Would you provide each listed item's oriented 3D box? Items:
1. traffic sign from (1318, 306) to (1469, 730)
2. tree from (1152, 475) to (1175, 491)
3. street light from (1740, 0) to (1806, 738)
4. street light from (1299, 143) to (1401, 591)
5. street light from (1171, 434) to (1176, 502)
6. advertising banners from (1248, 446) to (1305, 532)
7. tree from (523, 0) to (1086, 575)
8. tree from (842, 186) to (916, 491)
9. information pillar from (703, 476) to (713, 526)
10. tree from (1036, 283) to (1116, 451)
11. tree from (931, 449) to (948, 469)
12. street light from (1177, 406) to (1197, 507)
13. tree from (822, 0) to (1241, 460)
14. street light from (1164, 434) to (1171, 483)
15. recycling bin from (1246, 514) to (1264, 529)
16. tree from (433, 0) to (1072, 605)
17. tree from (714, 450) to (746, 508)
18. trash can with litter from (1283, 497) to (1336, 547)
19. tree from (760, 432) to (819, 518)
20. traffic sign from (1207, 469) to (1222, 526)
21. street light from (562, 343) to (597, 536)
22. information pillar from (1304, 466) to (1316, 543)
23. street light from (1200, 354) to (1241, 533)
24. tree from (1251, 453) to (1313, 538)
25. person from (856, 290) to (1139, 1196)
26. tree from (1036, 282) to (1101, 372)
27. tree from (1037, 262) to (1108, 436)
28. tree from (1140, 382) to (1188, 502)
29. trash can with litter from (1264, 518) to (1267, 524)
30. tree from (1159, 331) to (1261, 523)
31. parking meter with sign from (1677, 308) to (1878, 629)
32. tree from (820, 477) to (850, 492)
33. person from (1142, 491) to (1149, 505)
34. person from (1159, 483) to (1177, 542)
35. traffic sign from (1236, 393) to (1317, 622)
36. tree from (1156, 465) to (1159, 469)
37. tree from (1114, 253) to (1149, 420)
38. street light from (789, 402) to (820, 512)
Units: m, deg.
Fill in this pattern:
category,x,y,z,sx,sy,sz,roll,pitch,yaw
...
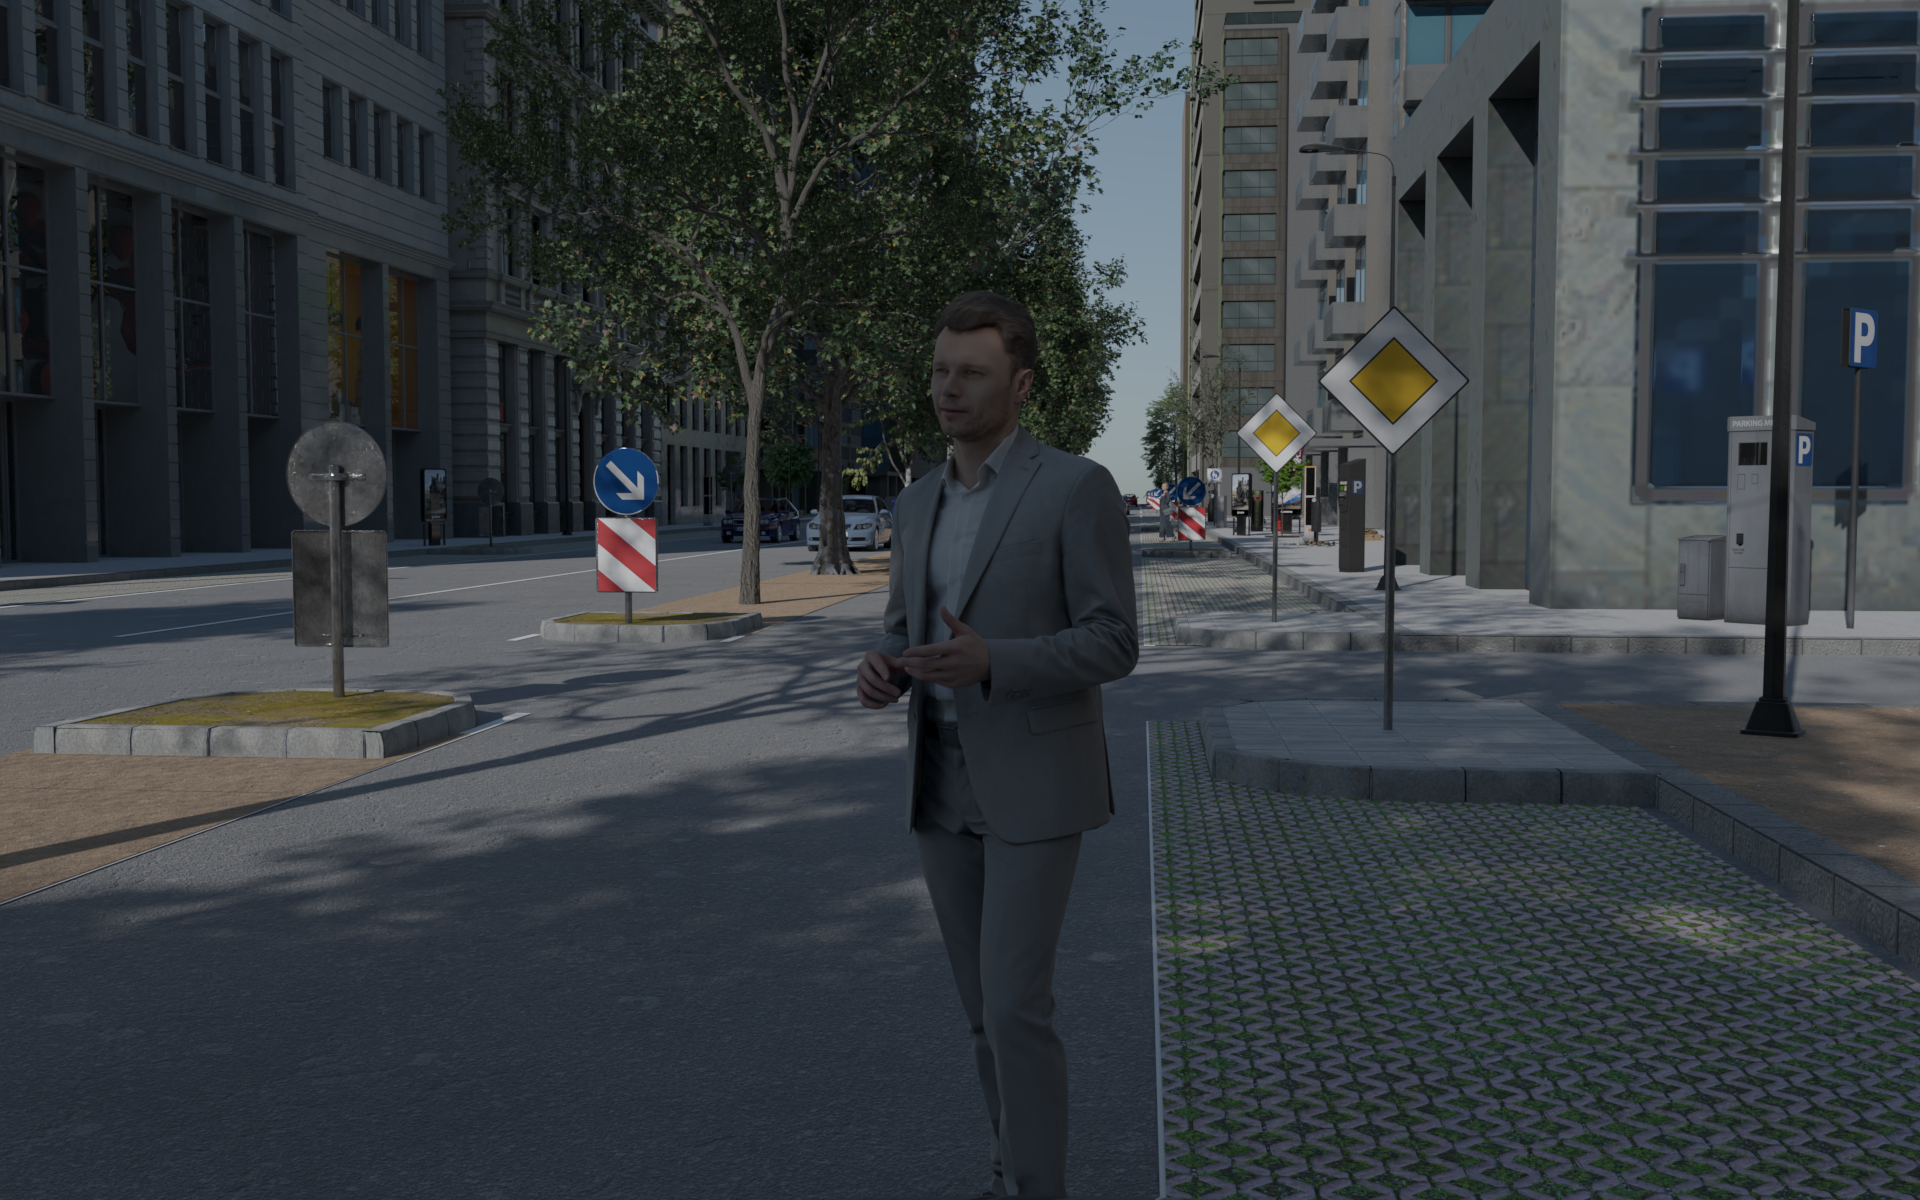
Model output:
category,x,y,z,sx,sy,sz,roll,pitch,yaw
traffic sign,2.328,-0.350,9.369,0.795,2.450,0.064,0,4,6
tree,29.010,-16.076,246.554,4.285,4.588,4.351,0,3,0
street light,3.819,-2.240,9.165,1.470,5.913,1.316,0,4,6
street light,5.182,-3.088,23.038,1.470,5.913,1.316,0,4,6
street light,12.916,-7.706,98.542,1.470,5.913,1.316,0,4,6
advertising banners,10.811,-3.844,59.043,2.074,3.025,0.090,-1,4,-14
tree,-2.276,-6.783,30.373,9.611,12.733,9.660,0,3,0
tree,-1.226,-5.307,39.589,4.737,8.622,4.395,0,3,0
information pillar,-10.239,-4.027,70.339,0.304,2.012,0.304,1,4,13
tree,3.747,-10.955,88.226,9.857,13.997,8.962,0,3,0
tree,-1.185,-13.280,167.490,4.360,8.622,3.978,0,3,0
street light,12.348,-7.299,91.873,1.470,5.913,1.316,0,4,6
tree,0.937,-11.588,47.818,12.611,20.169,13.585,0,3,0
street light,16.663,-9.841,133.433,1.470,5.913,1.316,0,4,6
recycling bin,10.869,-3.189,64.693,0.722,1.027,0.722,-2,4,-28
tree,-2.778,-5.192,21.753,8.767,10.594,7.601,0,4,6
tree,-10.036,-4.976,75.962,1.663,3.219,1.824,0,3,0
trash can with litter,8.774,-1.951,42.964,1.678,1.210,2.233,0,4,5
tree,-9.092,-6.630,92.114,4.285,4.588,4.351,0,3,0
traffic sign,10.166,-4.100,69.169,0.606,2.300,0.079,1,4,9
street light,-11.660,-4.953,53.525,1.470,5.913,1.316,0,4,6
information pillar,9.227,-2.519,45.671,0.304,2.012,0.304,1,4,9
street light,8.745,-5.205,57.642,1.470,5.913,1.316,0,4,6
tree,9.650,-3.457,51.119,1.663,3.219,1.824,0,3,0
person,0.005,0.340,3.149,0.606,1.804,0.583,3,5,39
tree,2.322,-8.693,70.343,9.928,11.665,9.643,0,3,0
tree,2.879,-9.723,79.557,7.486,12.596,7.792,0,3,0
tree,21.635,-15.732,175.338,7.486,12.596,7.792,0,3,0
trash can with litter,12.692,-3.826,73.944,0.624,1.170,1.055,-2,4,-32
tree,11.302,-7.790,77.733,4.360,8.622,3.978,0,3,0
parking meter with sign,7.993,-1.274,17.091,0.543,3.016,1.738,-3,4,-38
tree,-7.269,-6.662,103.528,1.663,3.219,1.824,0,3,0
person,21.937,-11.868,202.482,1.348,1.831,0.705,3,5,42
person,6.145,-2.610,51.594,0.534,1.772,0.576,-3,4,-36
traffic sign,3.152,-0.836,17.311,0.795,2.450,0.064,0,4,6
tree,28.294,-17.608,238.246,4.360,8.622,3.978,0,3,0
tree,1.731,-8.607,60.196,9.611,12.733,9.660,0,3,0
street light,-8.083,-7.047,87.758,1.470,5.913,1.316,0,4,6
